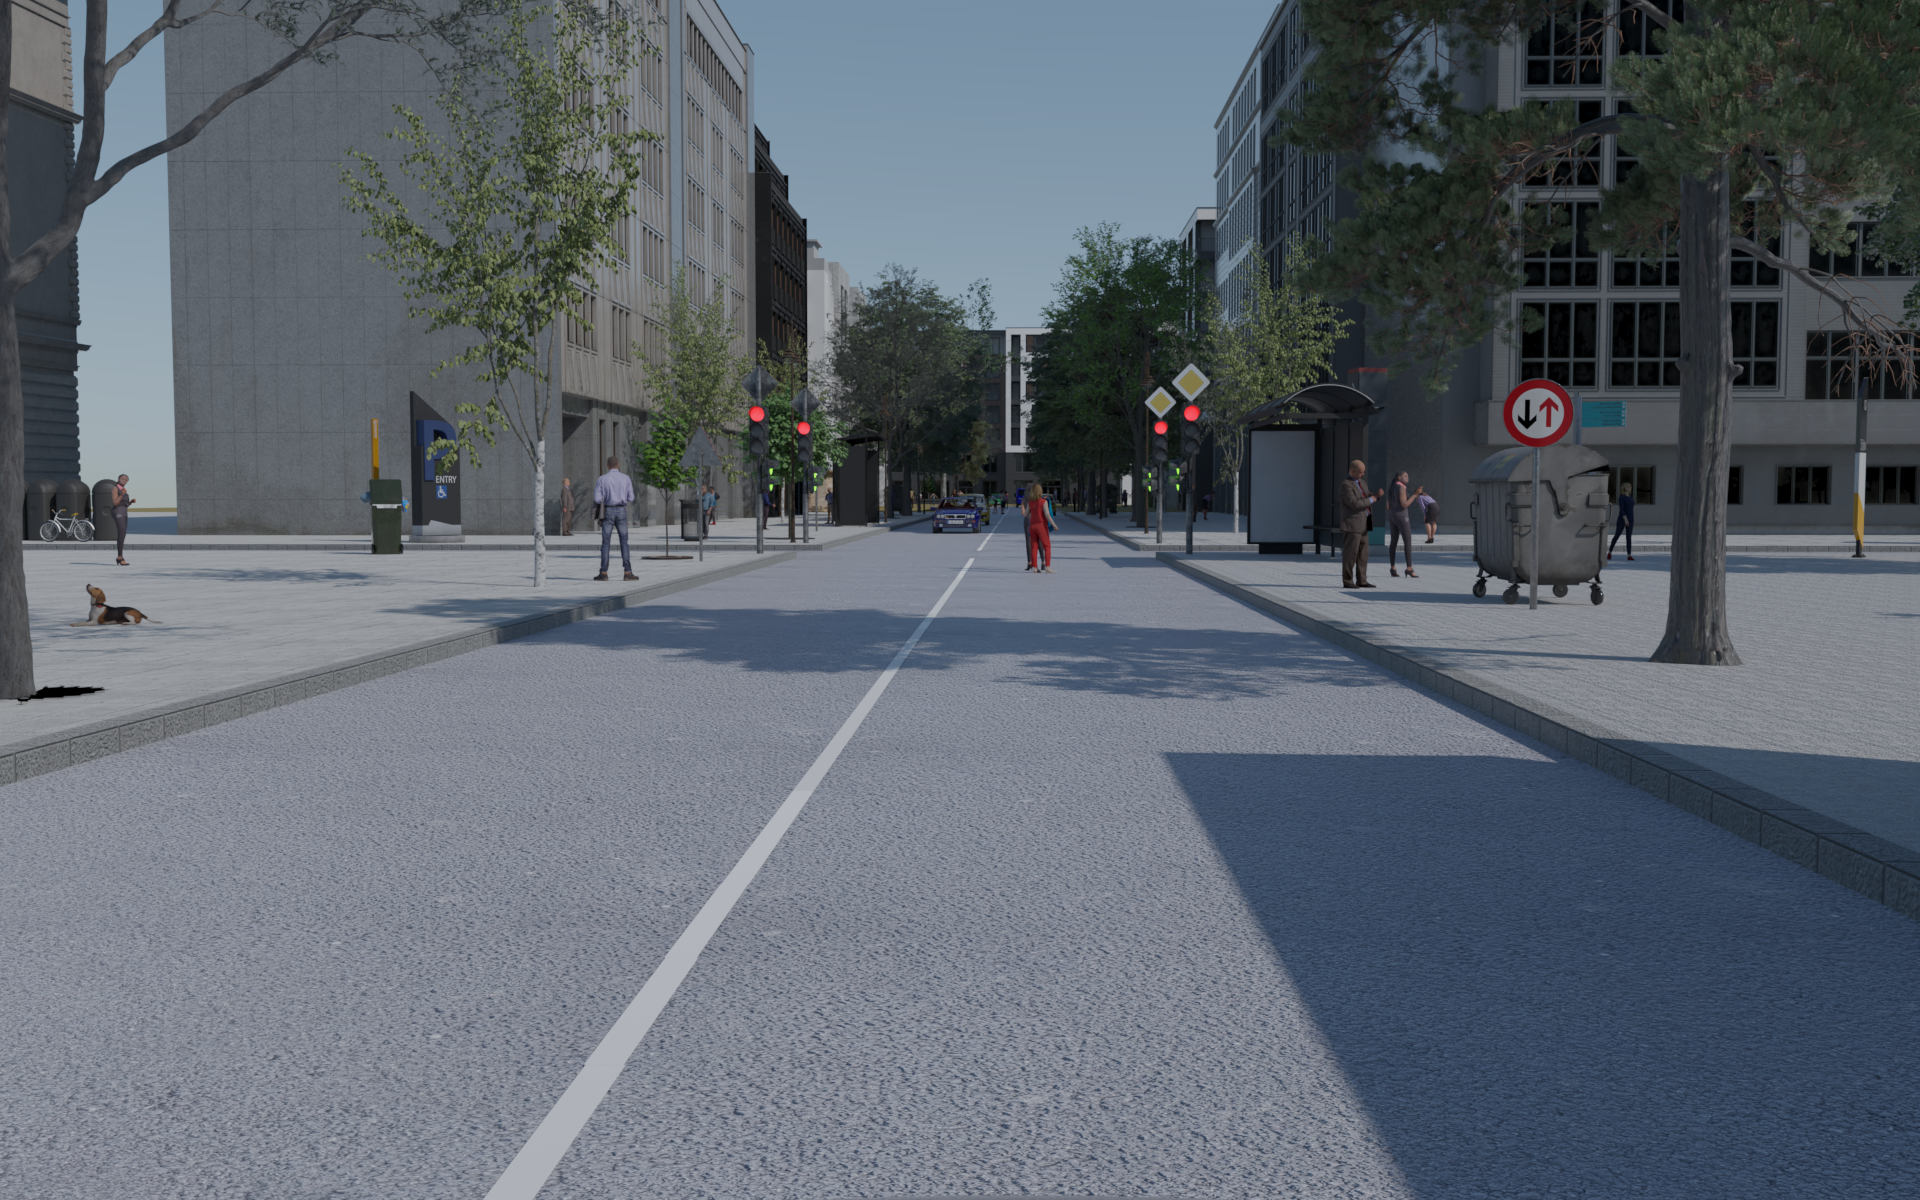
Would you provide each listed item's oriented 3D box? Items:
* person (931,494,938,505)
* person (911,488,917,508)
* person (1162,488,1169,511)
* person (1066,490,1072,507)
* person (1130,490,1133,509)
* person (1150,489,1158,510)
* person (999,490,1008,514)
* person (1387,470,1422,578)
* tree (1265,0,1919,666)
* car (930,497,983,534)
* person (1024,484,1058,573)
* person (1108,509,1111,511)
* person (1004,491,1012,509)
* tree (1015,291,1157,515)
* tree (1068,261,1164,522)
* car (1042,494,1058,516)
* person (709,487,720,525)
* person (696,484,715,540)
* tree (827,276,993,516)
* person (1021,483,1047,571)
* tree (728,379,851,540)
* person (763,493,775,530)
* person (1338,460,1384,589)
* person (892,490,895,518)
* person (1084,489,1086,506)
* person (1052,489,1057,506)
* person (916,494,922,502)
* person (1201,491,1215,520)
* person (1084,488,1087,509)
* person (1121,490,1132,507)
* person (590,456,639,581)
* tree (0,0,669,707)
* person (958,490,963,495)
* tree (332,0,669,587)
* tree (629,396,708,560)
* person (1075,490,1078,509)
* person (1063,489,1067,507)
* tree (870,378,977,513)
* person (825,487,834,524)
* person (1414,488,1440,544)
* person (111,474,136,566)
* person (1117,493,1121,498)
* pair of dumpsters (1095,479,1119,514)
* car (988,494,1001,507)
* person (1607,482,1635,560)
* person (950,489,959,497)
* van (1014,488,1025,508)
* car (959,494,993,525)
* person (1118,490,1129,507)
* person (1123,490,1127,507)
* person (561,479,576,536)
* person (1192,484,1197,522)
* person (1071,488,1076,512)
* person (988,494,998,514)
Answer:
[{"bbox_3d":[-2.990,-11.648,199.664,0.721,1.735,1.217,3,5,42],"label":"person"},{"bbox_3d":[-4.359,-9.110,155.091,1.348,1.812,0.705,-1,4,-11],"label":"person"},{"bbox_3d":[15.785,-7.823,133.966,0.705,1.823,1.348,-2,4,-35],"label":"person"},{"bbox_3d":[10.490,-9.713,166.324,0.593,1.643,0.415,-2,4,-31],"label":"person"},{"bbox_3d":[15.114,-8.761,149.999,1.217,1.735,0.721,-3,5,-39],"label":"person"},{"bbox_3d":[16.161,-8.280,142.134,1.217,1.736,0.721,1,4,16],"label":"person"},{"bbox_3d":[3.092,-6.925,122.514,0.721,1.735,1.217,-2,4,-26],"label":"person"},{"bbox_3d":[6.848,-1.171,26.666,0.593,1.643,0.415,2,4,30],"label":"person"},{"bbox_3d":[5.574,-5.547,12.756,6.751,12.117,7.091,0,3,0],"label":"tree"},{"bbox_3d":[-0.104,-3.147,64.040,1.945,1.354,3.894,0,4,2],"label":"car"},{"bbox_3d":[1.470,-1.300,31.468,0.444,1.614,0.593,-2,4,-30],"label":"person"},{"bbox_3d":[11.270,-7.423,130.643,0.421,1.427,0.697,2,4,33],"label":"person"},{"bbox_3d":[4.559,-9.862,170.433,1.217,1.739,0.721,0,4,6],"label":"person"},{"bbox_3d":[8.149,-12.197,106.084,9.857,13.997,8.962,0,3,0],"label":"tree"},{"bbox_3d":[8.251,-9.660,79.995,6.751,12.117,7.091,0,3,0],"label":"tree"},{"bbox_3d":[5.520,-6.391,114.710,2.015,1.641,3.980,0,4,3],"label":"car"},{"bbox_3d":[-10.303,-3.922,72.043,0.662,1.594,0.647,0,4,-5],"label":"person"},{"bbox_3d":[-7.152,-2.472,48.669,0.429,1.552,0.499,-3,5,-44],"label":"person"},{"bbox_3d":[-3.018,-11.934,101.769,9.857,13.997,8.962,0,3,0],"label":"tree"},{"bbox_3d":[1.377,-1.377,32.481,0.415,1.643,0.593,2,4,35],"label":"person"},{"bbox_3d":[-4.915,-4.005,49.199,4.285,4.588,4.351,0,3,0],"label":"tree"},{"bbox_3d":[-6.913,-3.264,62.112,0.600,1.496,0.574,0,4,2],"label":"person"},{"bbox_3d":[5.439,-1.026,23.506,0.600,1.739,0.565,1,4,16],"label":"person"},{"bbox_3d":[-3.741,-5.359,94.584,0.530,1.710,0.541,2,4,30],"label":"person"},{"bbox_3d":[13.137,-10.842,183.325,1.348,1.823,0.705,-2,4,-25],"label":"person"},{"bbox_3d":[10.283,-11.218,189.320,0.599,1.838,0.709,0,4,6],"label":"person"},{"bbox_3d":[-3.491,-8.387,146.353,0.628,1.438,0.799,-3,5,-43],"label":"person"},{"bbox_3d":[12.294,-4.685,85.873,0.697,1.427,0.421,1,4,17],"label":"person"},{"bbox_3d":[10.774,-8.663,147.558,0.709,1.838,0.599,-1,4,-10],"label":"person"},{"bbox_3d":[16.873,-10.333,175.706,1.217,1.735,0.721,-2,4,-24],"label":"person"},{"bbox_3d":[-5.138,-1.211,25.704,0.709,1.838,0.599,-1,4,-17],"label":"person"},{"bbox_3d":[-5.957,-6.134,10.668,12.009,13.543,11.850,0,3,0],"label":"tree"},{"bbox_3d":[0.020,-10.433,177.336,1.217,1.736,0.721,0,4,8],"label":"person"},{"bbox_3d":[-6.027,-4.494,23.846,4.737,8.622,4.395,0,3,0],"label":"tree"},{"bbox_3d":[-5.663,-2.421,34.181,1.663,3.219,1.824,0,3,0],"label":"tree"},{"bbox_3d":[10.266,-8.774,150.220,0.721,1.743,1.217,0,4,-8],"label":"person"},{"bbox_3d":[10.655,-10.212,173.532,0.617,1.759,0.750,-3,4,-37],"label":"person"},{"bbox_3d":[-2.696,-11.311,119.348,8.767,10.594,7.601,1,4,16],"label":"tree"},{"bbox_3d":[-5.656,-4.094,75.046,0.319,1.574,0.516,-2,4,-32],"label":"person"},{"bbox_3d":[12.067,-2.173,44.811,0.697,1.427,0.421,3,5,43],"label":"person"},{"bbox_3d":[-15.033,-1.446,31.161,0.593,1.643,0.415,3,5,43],"label":"person"},{"bbox_3d":[14.073,-9.363,158.752,1.348,1.869,0.705,0,4,5],"label":"person"},{"bbox_3d":[9.712,-6.875,114.898,1.574,2.255,4.436,0,4,2],"label":"pair of dumpsters"},{"bbox_3d":[4.101,-11.154,191.160,1.959,1.807,4.718,0,4,2],"label":"car"},{"bbox_3d":[12.839,-1.531,33.610,0.613,1.512,0.480,3,5,41],"label":"person"},{"bbox_3d":[-0.484,-9.617,164.109,1.217,1.723,0.721,-3,5,-41],"label":"person"},{"bbox_3d":[6.821,-10.870,182.106,2.240,2.365,5.245,0,4,1],"label":"van"},{"bbox_3d":[0.535,-4.289,80.350,2.015,1.641,3.980,0,4,1],"label":"car"},{"bbox_3d":[16.690,-10.404,176.938,1.217,1.735,0.721,2,4,26],"label":"person"},{"bbox_3d":[16.451,-10.137,172.699,0.541,1.710,0.530,-1,4,-23],"label":"person"},{"bbox_3d":[-11.968,-2.834,52.933,0.434,1.755,0.990,0,4,2],"label":"person"},{"bbox_3d":[10.593,-4.428,78.991,0.434,1.755,0.990,1,4,18],"label":"person"},{"bbox_3d":[8.083,-7.146,123.591,0.721,1.735,1.217,1,4,11],"label":"person"},{"bbox_3d":[2.372,-6.940,125.164,0.628,1.438,0.799,2,4,31],"label":"person"}]
